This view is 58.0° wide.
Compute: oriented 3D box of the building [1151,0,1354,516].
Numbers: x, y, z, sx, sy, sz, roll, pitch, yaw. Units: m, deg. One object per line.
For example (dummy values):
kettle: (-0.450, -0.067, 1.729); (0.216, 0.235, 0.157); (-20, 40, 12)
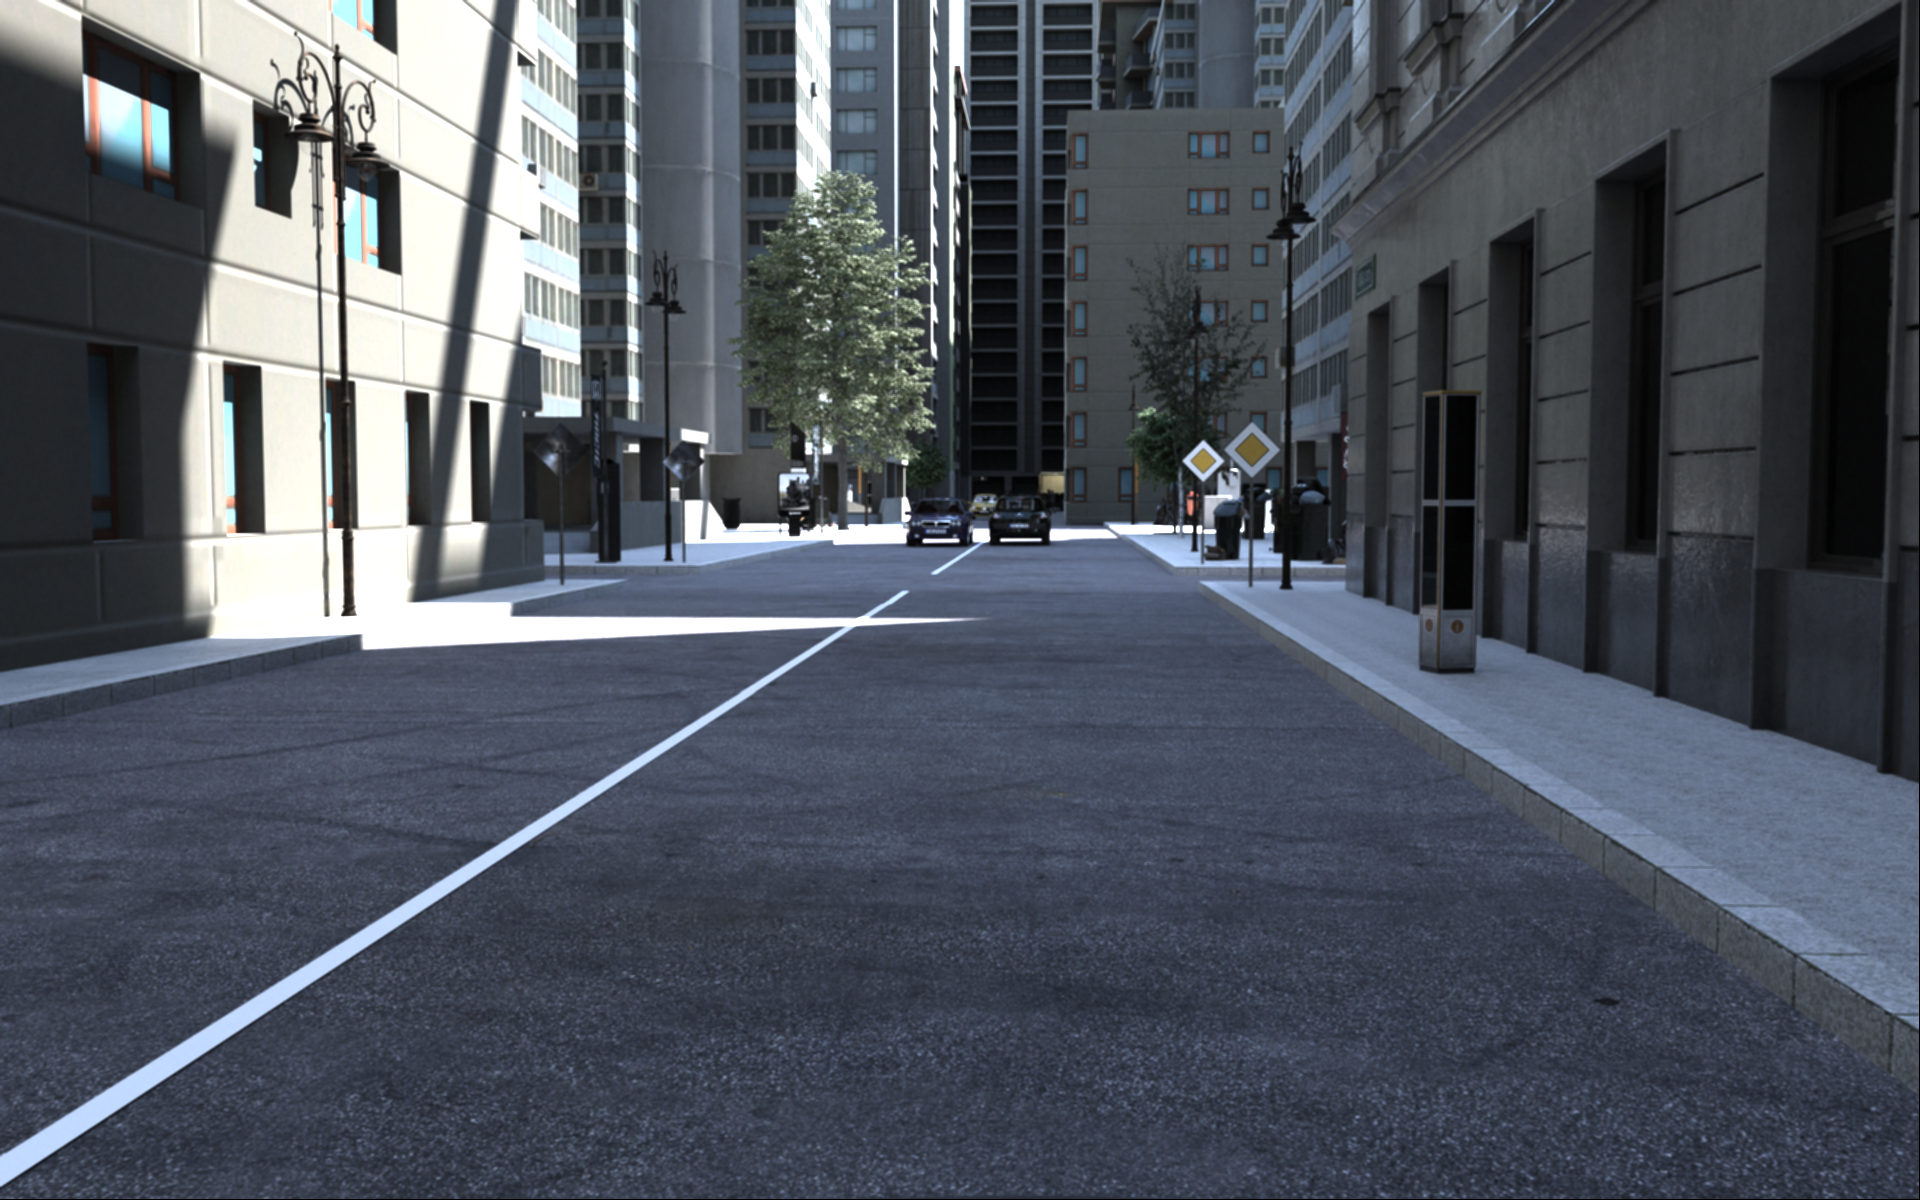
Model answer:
building: (26.661, -26.491, 125.010); (32.217, 40.220, 23.993); (0, 4, 3)

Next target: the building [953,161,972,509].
building: (-6.336, -23.151, 150.218); (14.160, 30.474, 14.107); (0, 4, 3)

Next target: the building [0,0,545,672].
building: (-21.362, -10.214, 12.043); (28.899, 21.520, 27.650); (0, 4, 3)

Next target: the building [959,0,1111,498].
building: (11.070, -46.527, 198.965); (20.611, 71.187, 20.563); (0, 4, 3)

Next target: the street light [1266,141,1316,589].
street light: (4.406, -3.084, 23.212); (0.468, 5.910, 1.993); (0, 4, 3)

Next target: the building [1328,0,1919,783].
building: (11.781, -13.693, 0.299); (17.030, 29.872, 44.131); (0, 4, 3)

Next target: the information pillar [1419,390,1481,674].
information pillar: (3.518, -0.487, 12.455); (0.304, 2.012, 0.304); (-1, 4, -12)

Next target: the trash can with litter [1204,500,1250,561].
trash can with litter: (5.168, -1.364, 33.696); (0.624, 1.170, 1.055); (2, 4, 31)

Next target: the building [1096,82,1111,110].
building: (20.614, -30.018, 174.385); (14.154, 41.232, 14.086); (0, 4, 3)

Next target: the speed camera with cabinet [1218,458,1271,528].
speed camera with cabinet: (10.721, -4.338, 65.258); (2.038, 3.252, 0.660); (-1, 4, -23)

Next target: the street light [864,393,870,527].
street light: (-3.641, -5.782, 67.317); (0.468, 5.910, 1.993); (0, 4, 3)

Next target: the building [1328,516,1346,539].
building: (21.589, -21.640, 45.702); (23.993, 40.220, 32.217); (0, 4, 3)

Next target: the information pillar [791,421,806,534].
information pillar: (-5.201, -3.926, 55.549); (0.504, 3.616, 0.183); (1, 4, 16)

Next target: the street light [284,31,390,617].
street light: (-6.398, -2.763, 17.967); (0.468, 5.910, 1.993); (0, 4, 3)

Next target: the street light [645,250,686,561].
street light: (-5.593, -3.687, 33.064); (0.468, 5.910, 1.993); (0, 4, 3)

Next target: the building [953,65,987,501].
building: (-12.176, -31.709, 173.068); (28.867, 44.769, 22.147); (0, 4, 3)

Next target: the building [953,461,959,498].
building: (-10.493, -42.383, 131.214); (20.563, 71.187, 20.611); (0, 4, 3)

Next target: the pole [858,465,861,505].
pole: (-5.618, -6.309, 96.999); (0.158, 3.312, 0.155); (0, 3, 0)

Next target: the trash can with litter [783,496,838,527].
trash can with litter: (-5.689, -3.419, 66.961); (2.233, 1.210, 1.678); (0, 4, 6)

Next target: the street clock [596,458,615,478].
street clock: (-7.201, -1.875, 35.224); (0.471, 2.002, 0.358); (-1, 4, -19)

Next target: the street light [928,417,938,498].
street light: (-1.602, -7.910, 102.124); (0.468, 5.910, 1.993); (0, 4, 3)

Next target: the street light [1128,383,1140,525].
street light: (7.227, -6.083, 72.244); (0.468, 5.910, 1.993); (0, 4, 3)

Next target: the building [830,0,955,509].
building: (-7.788, -26.356, 114.520); (14.154, 41.232, 14.086); (0, 4, 3)

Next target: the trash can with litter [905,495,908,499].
trash can with litter: (-3.047, -5.729, 104.721); (2.233, 1.210, 1.678); (1, 4, 20)

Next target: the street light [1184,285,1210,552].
street light: (5.245, -4.021, 38.523); (0.468, 5.910, 1.993); (0, 4, 3)

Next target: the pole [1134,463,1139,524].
pole: (7.674, -4.975, 75.179); (0.158, 3.312, 0.155); (0, 3, 0)

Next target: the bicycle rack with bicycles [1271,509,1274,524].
bicycle rack with bicycles: (12.823, -3.789, 75.325); (2.852, 0.926, 2.925); (-2, 4, -29)

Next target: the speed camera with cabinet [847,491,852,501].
speed camera with cabinet: (-6.826, -6.019, 92.745); (2.038, 3.252, 0.660); (0, 4, 5)

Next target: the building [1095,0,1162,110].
building: (23.036, -30.431, 152.169); (22.147, 44.769, 28.867); (0, 4, 3)

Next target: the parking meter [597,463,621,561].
parking meter: (-6.697, -1.670, 33.017); (0.399, 1.863, 0.255); (2, 4, 29)

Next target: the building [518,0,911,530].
building: (-18.960, -23.725, 79.784); (32.217, 40.220, 23.993); (0, 4, 3)

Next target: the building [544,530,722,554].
building: (-23.494, -21.533, 43.941); (32.217, 40.220, 23.993); (0, 4, 3)

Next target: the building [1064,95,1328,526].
building: (19.445, -15.100, 91.927); (27.650, 21.520, 28.899); (0, 4, 3)

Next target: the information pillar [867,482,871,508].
information pillar: (-5.471, -6.129, 104.708); (0.304, 2.012, 0.304); (0, 4, -5)
